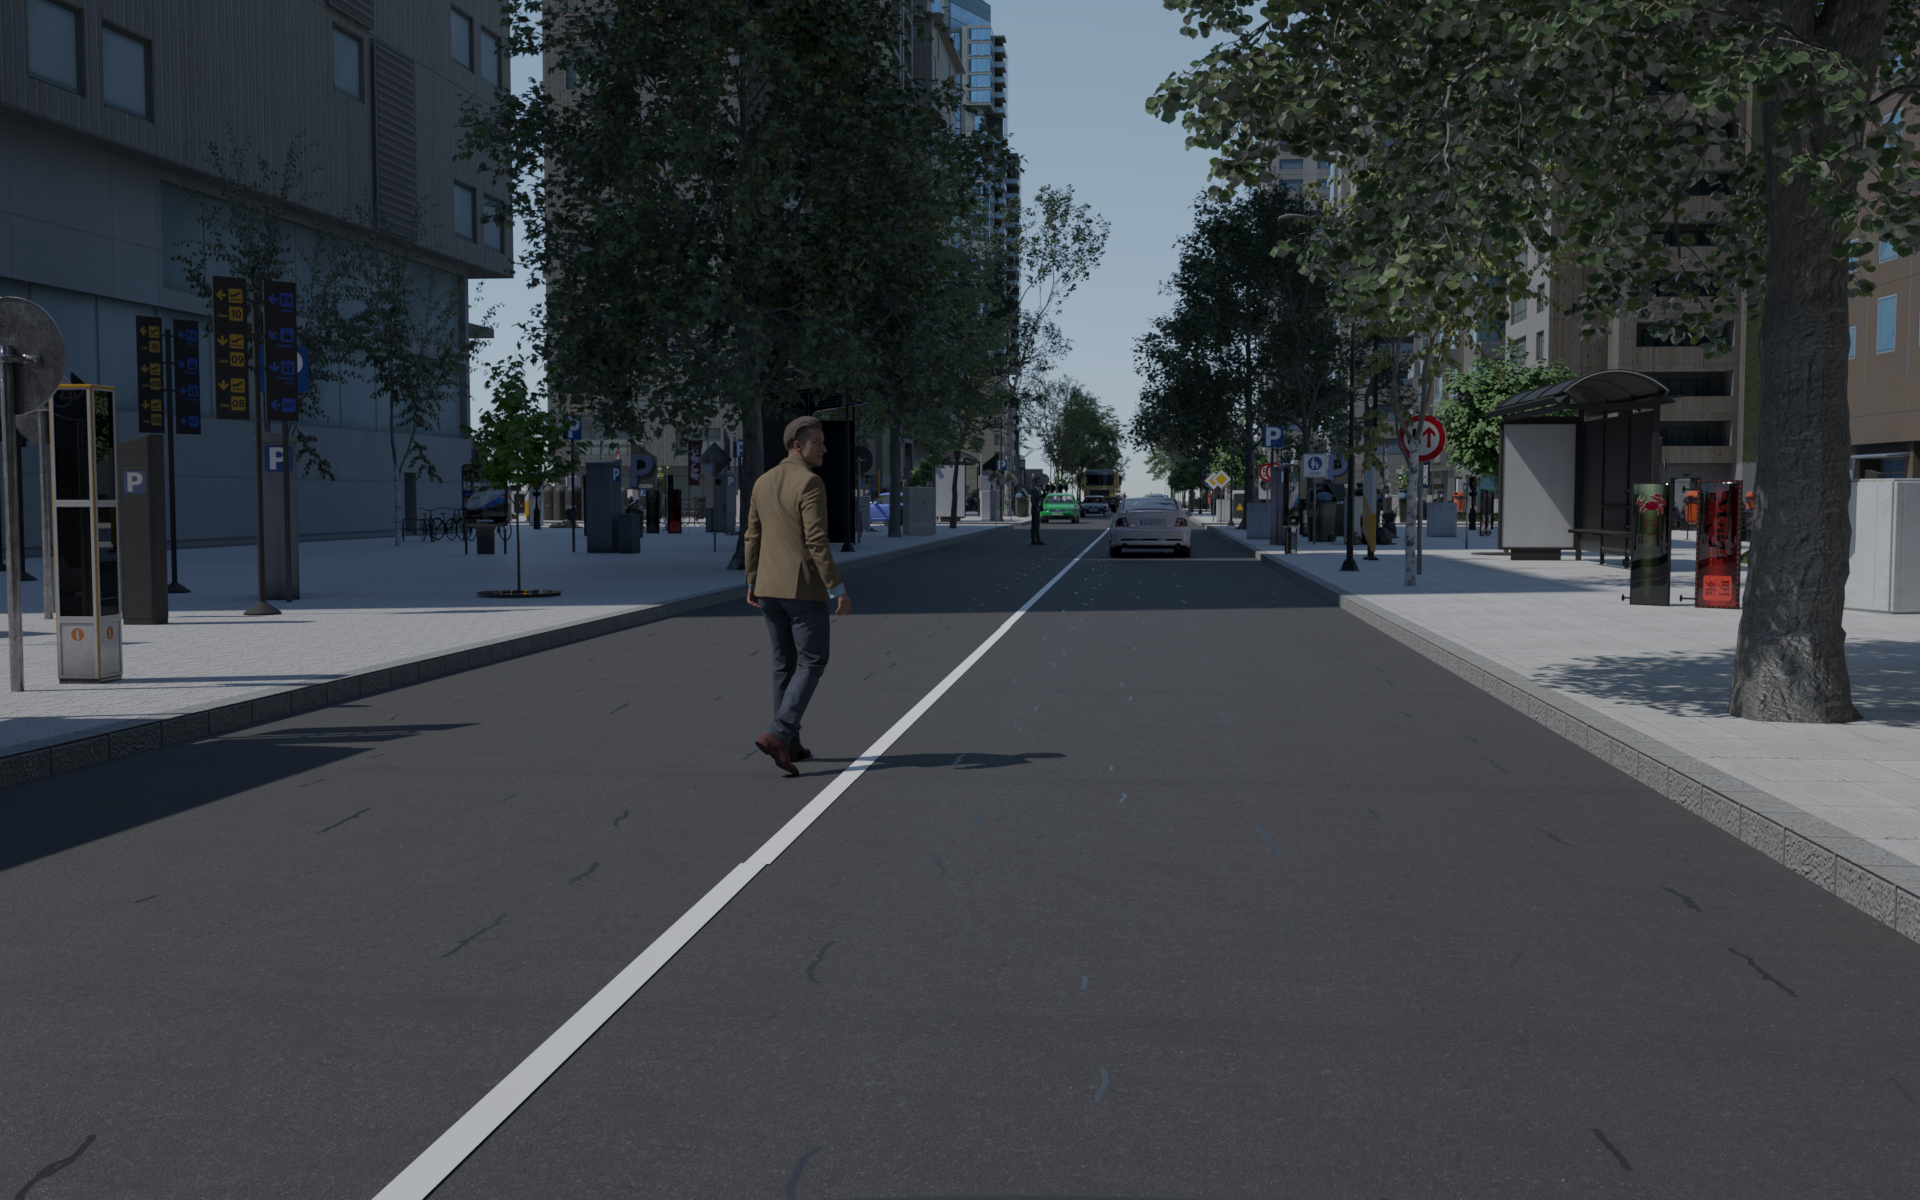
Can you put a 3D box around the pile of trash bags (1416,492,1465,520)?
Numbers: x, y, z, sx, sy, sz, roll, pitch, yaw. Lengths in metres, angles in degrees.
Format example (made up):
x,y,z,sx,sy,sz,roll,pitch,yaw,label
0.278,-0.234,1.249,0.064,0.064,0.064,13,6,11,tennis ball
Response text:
x,y,z,sx,sy,sz,roll,pitch,yaw,label
23.304,-4.508,83.460,1.912,1.369,3.447,-1,4,-15,pile of trash bags

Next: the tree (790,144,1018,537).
x,y,z,sx,sy,sz,roll,pitch,yaw,label
-2.345,-8.151,51.402,7.486,12.596,7.792,0,3,0,tree

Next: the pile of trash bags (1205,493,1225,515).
x,y,z,sx,sy,sz,roll,pitch,yaw,label
16.123,-5.824,104.969,1.912,1.369,3.447,0,4,2,pile of trash bags

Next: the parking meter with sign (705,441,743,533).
x,y,z,sx,sy,sz,roll,pitch,yaw,label
-7.834,-3.755,57.657,1.738,3.016,0.543,3,5,43,parking meter with sign

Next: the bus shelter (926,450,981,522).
x,y,z,sx,sy,sz,roll,pitch,yaw,label
-0.246,-5.375,81.812,2.014,3.302,5.546,0,4,6,bus shelter

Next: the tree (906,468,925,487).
x,y,z,sx,sy,sz,roll,pitch,yaw,label
-3.366,-8.174,128.248,1.663,3.219,1.824,0,3,0,tree

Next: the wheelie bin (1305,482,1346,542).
x,y,z,sx,sy,sz,roll,pitch,yaw,label
9.697,-2.359,46.476,0.693,1.594,0.980,-2,4,-25,wheelie bin

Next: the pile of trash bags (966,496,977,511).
x,y,z,sx,sy,sz,roll,pitch,yaw,label
1.397,-7.604,134.074,1.912,1.369,3.447,3,5,44,pile of trash bags

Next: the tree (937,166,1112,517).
x,y,z,sx,sy,sz,roll,pitch,yaw,label
1.395,-14.832,98.386,12.611,20.169,13.585,0,3,0,tree

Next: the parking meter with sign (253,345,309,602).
x,y,z,sx,sy,sz,roll,pitch,yaw,label
-8.337,-1.523,21.169,0.543,3.016,1.738,-2,4,-28,parking meter with sign

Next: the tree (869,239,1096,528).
x,y,z,sx,sy,sz,roll,pitch,yaw,label
-0.235,-7.927,64.012,8.767,10.594,7.601,-1,4,-8,tree

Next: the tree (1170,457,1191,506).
x,y,z,sx,sy,sz,roll,pitch,yaw,label
18.473,-8.925,129.635,4.285,4.588,4.351,0,3,0,tree

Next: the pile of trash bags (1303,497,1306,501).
x,y,z,sx,sy,sz,roll,pitch,yaw,label
28.928,-8.482,148.436,3.447,1.369,1.912,1,4,21,pile of trash bags

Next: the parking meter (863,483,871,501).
x,y,z,sx,sy,sz,roll,pitch,yaw,label
-4.853,-5.192,90.595,0.399,1.863,0.255,1,4,8,parking meter

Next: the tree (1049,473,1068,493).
x,y,z,sx,sy,sz,roll,pitch,yaw,label
7.839,-8.959,141.074,1.663,3.219,1.824,0,3,0,tree

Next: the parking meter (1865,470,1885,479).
x,y,z,sx,sy,sz,roll,pitch,yaw,label
22.014,-2.201,41.704,0.255,1.863,0.399,-2,4,-24,parking meter

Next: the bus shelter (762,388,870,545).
x,y,z,sx,sy,sz,roll,pitch,yaw,label
-3.468,-3.031,40.837,1.731,3.624,6.357,0,4,6,bus shelter

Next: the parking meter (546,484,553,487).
x,y,z,sx,sy,sz,roll,pitch,yaw,label
-28.297,-6.957,119.454,0.255,1.863,0.399,1,4,11,parking meter

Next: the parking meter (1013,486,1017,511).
x,y,z,sx,sy,sz,roll,pitch,yaw,label
3.677,-6.504,112.047,0.399,1.863,0.255,3,5,43,parking meter

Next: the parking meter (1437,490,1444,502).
x,y,z,sx,sy,sz,roll,pitch,yaw,label
27.560,-5.560,99.322,0.372,1.533,0.369,0,3,0,parking meter

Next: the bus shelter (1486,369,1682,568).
x,y,z,sx,sy,sz,roll,pitch,yaw,label
10.912,-2.256,30.811,2.014,3.302,5.546,0,4,6,bus shelter

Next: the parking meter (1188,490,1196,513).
x,y,z,sx,sy,sz,roll,pitch,yaw,label
15.806,-6.735,118.531,0.372,1.533,0.369,0,3,0,parking meter

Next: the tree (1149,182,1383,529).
x,y,z,sx,sy,sz,roll,pitch,yaw,label
10.473,-8.922,62.890,9.611,12.733,9.660,0,3,0,tree

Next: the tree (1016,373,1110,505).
x,y,z,sx,sy,sz,roll,pitch,yaw,label
8.624,-13.709,149.899,9.928,11.665,9.643,0,3,0,tree

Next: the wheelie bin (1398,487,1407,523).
x,y,z,sx,sy,sz,roll,pitch,yaw,label
19.843,-4.228,77.031,0.693,1.594,0.980,2,4,23,wheelie bin

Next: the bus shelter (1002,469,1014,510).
x,y,z,sx,sy,sz,roll,pitch,yaw,label
2.442,-7.517,116.822,2.014,3.302,5.546,0,4,6,bus shelter

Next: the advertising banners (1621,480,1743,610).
x,y,z,sx,sy,sz,roll,pitch,yaw,label
8.455,-1.415,19.324,2.074,3.025,0.090,3,5,43,advertising banners

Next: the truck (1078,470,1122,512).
x,y,z,sx,sy,sz,roll,pitch,yaw,label
11.449,-8.770,139.309,3.469,3.379,9.791,0,4,8,truck

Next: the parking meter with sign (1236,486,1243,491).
x,y,z,sx,sy,sz,roll,pitch,yaw,label
18.957,-7.453,118.109,1.738,3.016,0.543,0,4,-1,parking meter with sign

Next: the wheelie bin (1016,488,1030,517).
x,y,z,sx,sy,sz,roll,pitch,yaw,label
3.450,-5.348,95.345,0.693,1.594,0.980,1,4,14,wheelie bin

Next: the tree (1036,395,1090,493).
x,y,z,sx,sy,sz,roll,pitch,yaw,label
7.344,-10.906,128.678,4.360,8.622,3.978,0,3,0,tree

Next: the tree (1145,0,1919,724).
x,y,z,sx,sy,sz,roll,pitch,yaw,label
4.719,-6.300,9.665,9.857,13.997,8.962,0,3,0,tree

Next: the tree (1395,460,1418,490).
x,y,z,sx,sy,sz,roll,pitch,yaw,label
25.054,-6.252,96.820,1.663,3.219,1.824,0,3,0,tree

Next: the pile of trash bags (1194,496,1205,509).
x,y,z,sx,sy,sz,roll,pitch,yaw,label
20.573,-8.224,144.208,1.912,1.369,3.447,0,4,-4,pile of trash bags

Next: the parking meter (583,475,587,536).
x,y,z,sx,sy,sz,roll,pitch,yaw,label
-11.343,-2.905,53.213,0.255,1.863,0.399,3,5,43,parking meter

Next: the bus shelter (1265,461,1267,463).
x,y,z,sx,sy,sz,roll,pitch,yaw,label
19.262,-7.458,113.216,1.731,3.624,6.357,0,4,6,bus shelter

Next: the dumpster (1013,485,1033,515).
x,y,z,sx,sy,sz,roll,pitch,yaw,label
3.972,-6.250,107.945,1.264,1.857,1.865,0,4,6,dumpster

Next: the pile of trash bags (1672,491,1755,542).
x,y,z,sx,sy,sz,roll,pitch,yaw,label
21.187,-2.296,47.298,1.912,1.369,3.447,-2,4,-25,pile of trash bags

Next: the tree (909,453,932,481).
x,y,z,sx,sy,sz,roll,pitch,yaw,label
-2.291,-9.401,137.413,4.285,4.588,4.351,0,3,0,tree

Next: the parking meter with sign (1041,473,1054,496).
x,y,z,sx,sy,sz,roll,pitch,yaw,label
7.439,-9.042,144.104,1.738,3.016,0.543,3,4,37,parking meter with sign

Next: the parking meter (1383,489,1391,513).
x,y,z,sx,sy,sz,roll,pitch,yaw,label
22.169,-4.988,89.968,0.372,1.533,0.369,0,3,0,parking meter

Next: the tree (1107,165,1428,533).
x,y,z,sx,sy,sz,roll,pitch,yaw,label
9.813,-7.031,49.375,7.601,10.594,8.767,3,4,36,tree

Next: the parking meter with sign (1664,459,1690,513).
x,y,z,sx,sy,sz,roll,pitch,yaw,label
36.096,-5.519,86.499,1.738,3.016,0.543,1,4,21,parking meter with sign

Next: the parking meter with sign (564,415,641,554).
x,y,z,sx,sy,sz,roll,pitch,yaw,label
-7.764,-2.536,37.720,1.738,3.016,0.543,2,4,25,parking meter with sign

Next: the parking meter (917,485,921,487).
x,y,z,sx,sy,sz,roll,pitch,yaw,label
-2.788,-6.781,116.585,0.255,1.863,0.399,0,4,8,parking meter

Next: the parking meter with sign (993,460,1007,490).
x,y,z,sx,sy,sz,roll,pitch,yaw,label
1.963,-5.655,88.719,0.543,3.016,1.738,-1,4,-10,parking meter with sign

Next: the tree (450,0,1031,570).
x,y,z,sx,sy,sz,roll,pitch,yaw,label
-3.600,-6.875,29.408,9.611,12.733,9.660,0,3,0,tree

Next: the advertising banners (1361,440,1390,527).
x,y,z,sx,sy,sz,roll,pitch,yaw,label
13.446,-3.648,55.838,0.090,3.025,2.074,2,4,35,advertising banners

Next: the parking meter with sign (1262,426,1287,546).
x,y,z,sx,sy,sz,roll,pitch,yaw,label
8.081,-2.897,43.633,0.543,3.016,1.738,0,4,-5,parking meter with sign

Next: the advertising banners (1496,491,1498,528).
x,y,z,sx,sy,sz,roll,pitch,yaw,label
19.651,-4.057,62.518,0.090,3.025,2.074,-2,4,-28,advertising banners

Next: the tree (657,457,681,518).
x,y,z,sx,sy,sz,roll,pitch,yaw,label
-15.896,-5.938,91.690,1.663,3.219,1.824,0,3,0,tree

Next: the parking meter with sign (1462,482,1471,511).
x,y,z,sx,sy,sz,roll,pitch,yaw,label
32.662,-7.102,112.377,0.543,3.016,1.738,-1,4,-14,parking meter with sign

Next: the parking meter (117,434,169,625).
x,y,z,sx,sy,sz,roll,pitch,yaw,label
-8.046,-0.692,17.028,0.399,1.863,0.255,0,4,5,parking meter

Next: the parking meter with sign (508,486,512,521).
x,y,z,sx,sy,sz,roll,pitch,yaw,label
-21.966,-5.205,81.369,1.738,3.016,0.543,0,4,3,parking meter with sign

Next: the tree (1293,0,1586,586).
x,y,z,sx,sy,sz,roll,pitch,yaw,label
6.479,-4.510,24.093,4.737,8.622,4.395,0,3,0,tree

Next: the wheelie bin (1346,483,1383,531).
x,y,z,sx,sy,sz,roll,pitch,yaw,label
11.169,-2.429,47.617,0.693,1.594,0.980,-3,4,-36,wheelie bin
